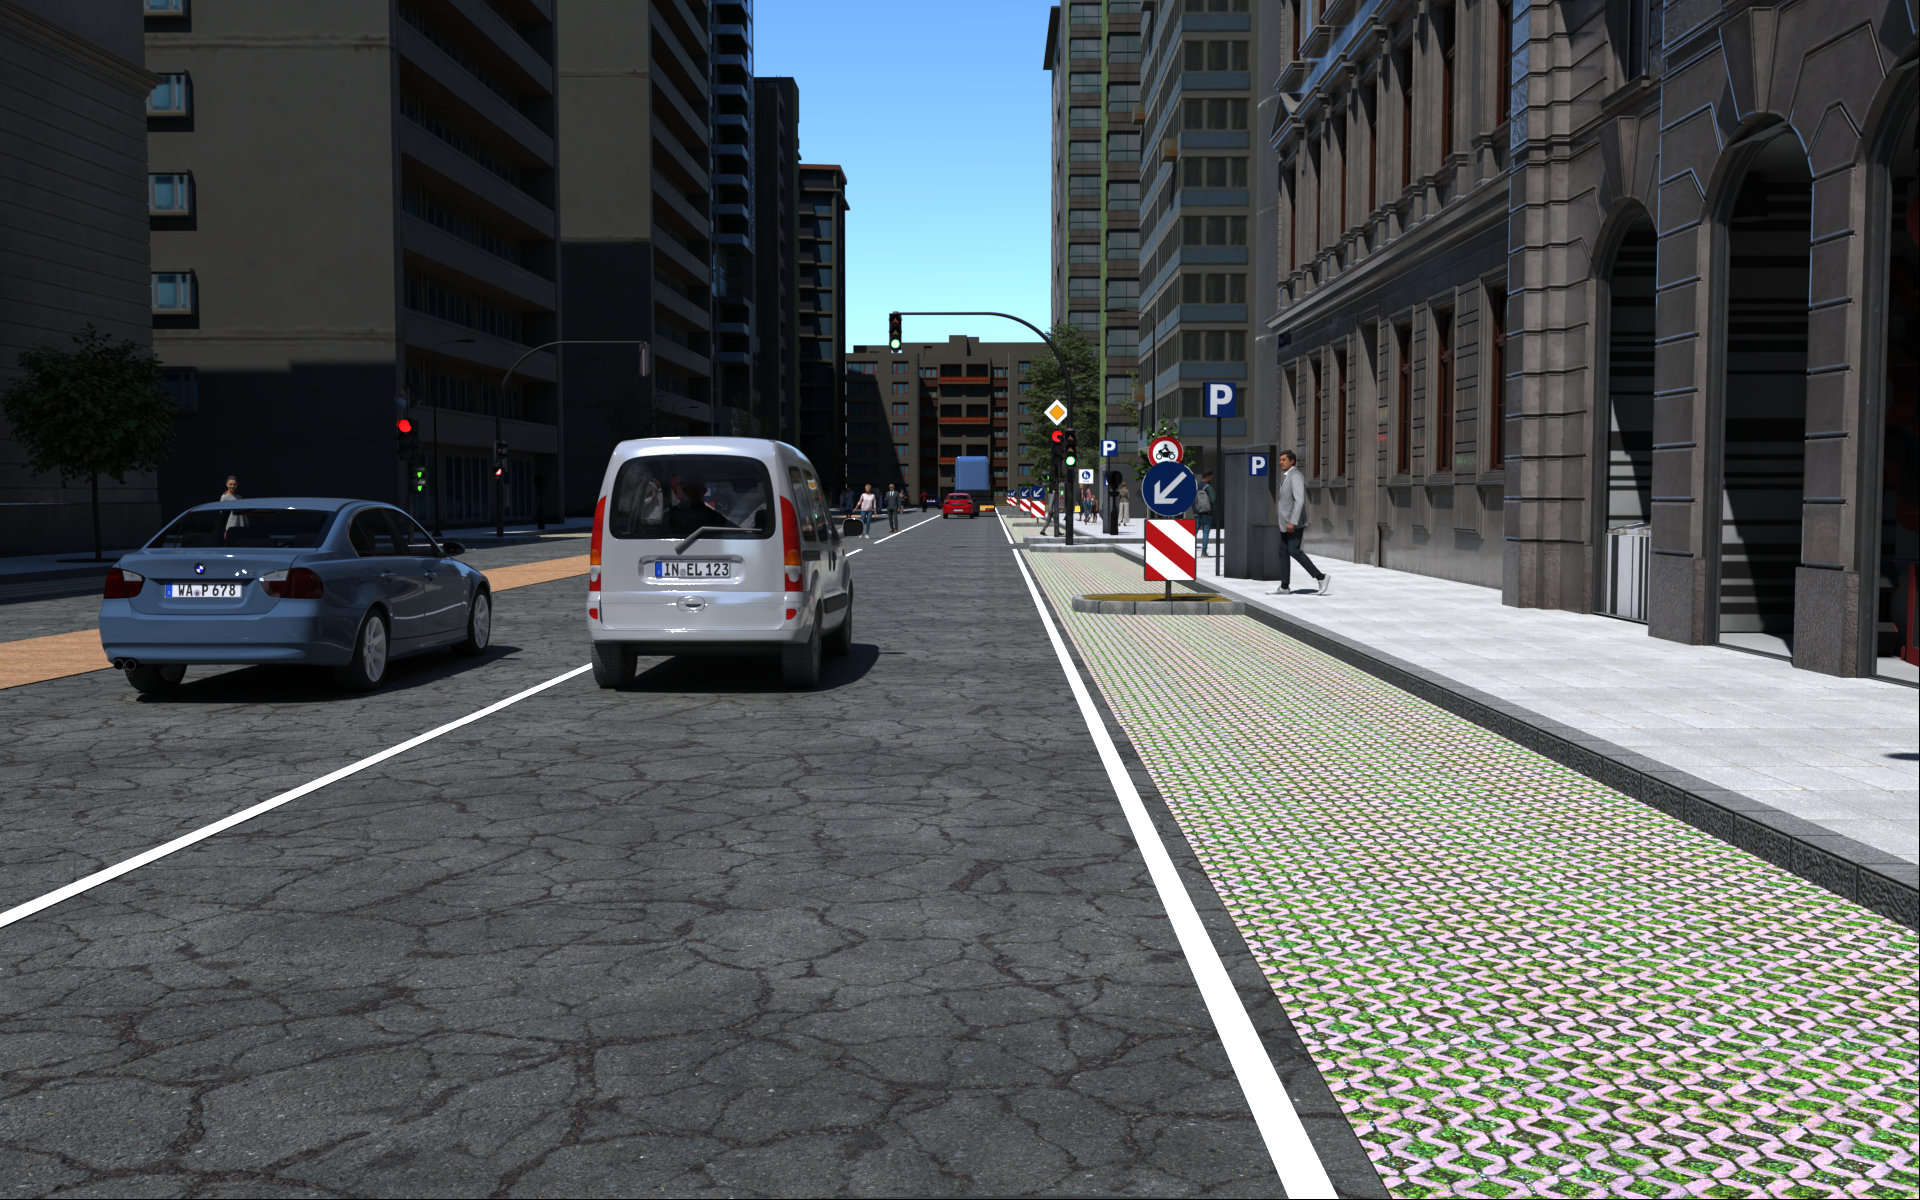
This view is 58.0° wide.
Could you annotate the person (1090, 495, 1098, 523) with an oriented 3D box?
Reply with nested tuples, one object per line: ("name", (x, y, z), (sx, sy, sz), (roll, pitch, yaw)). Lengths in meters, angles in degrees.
("person", (5.935, -4.030, 76.597), (0.373, 1.253, 0.362), (-3, 5, -39))

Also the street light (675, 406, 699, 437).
("street light", (-14.446, -7.264, 91.315), (1.470, 5.913, 1.316), (0, 4, 1))

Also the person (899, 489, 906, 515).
("person", (-3.997, -6.848, 120.822), (0.532, 1.782, 0.716), (1, 4, 10))

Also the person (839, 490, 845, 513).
("person", (-8.792, -7.400, 130.166), (0.551, 1.740, 0.621), (-2, 4, -34))

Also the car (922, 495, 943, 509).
("car", (-2.626, -9.292, 164.501), (1.945, 1.354, 3.894), (0, 4, 3))

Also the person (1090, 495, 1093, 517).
("person", (7.387, -5.228, 96.541), (0.382, 1.210, 0.505), (-2, 4, -35))

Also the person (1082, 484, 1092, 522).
("person", (5.762, -4.418, 78.281), (0.555, 1.821, 0.388), (2, 4, 29))

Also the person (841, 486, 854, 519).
("person", (-5.453, -4.618, 84.097), (0.616, 1.811, 0.778), (0, 4, -3))

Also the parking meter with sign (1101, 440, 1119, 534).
("parking meter with sign", (4.906, -3.678, 56.402), (0.543, 3.016, 1.738), (1, 4, 9))

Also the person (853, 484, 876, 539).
("person", (-3.089, -2.844, 55.674), (0.731, 1.740, 0.598), (-1, 4, -16))

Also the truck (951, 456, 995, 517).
("truck", (0.911, -7.816, 117.542), (2.967, 4.110, 18.799), (0, 4, -1))

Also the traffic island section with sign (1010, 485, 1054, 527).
("traffic island section with sign", (3.310, -4.147, 76.428), (1.989, 1.847, 2.006), (0, 4, 1))

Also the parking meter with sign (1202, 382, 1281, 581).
("parking meter with sign", (4.338, -1.837, 26.297), (0.543, 3.016, 1.738), (-1, 4, -21))

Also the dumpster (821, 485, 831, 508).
("dumpster", (-11.991, -8.688, 147.006), (1.985, 2.255, 1.502), (0, 4, 2))

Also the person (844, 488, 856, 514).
("person", (-7.797, -6.976, 122.526), (0.822, 1.834, 0.622), (2, 4, 34))

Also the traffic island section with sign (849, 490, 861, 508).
("traffic island section with sign", (-11.270, -10.525, 180.703), (1.989, 1.847, 2.006), (0, 4, 1))

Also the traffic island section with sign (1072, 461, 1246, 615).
("traffic island section with sign", (2.394, -0.776, 21.324), (1.989, 1.847, 2.006), (0, 4, 1))

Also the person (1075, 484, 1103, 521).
("person", (6.202, -4.652, 82.326), (1.509, 1.804, 0.699), (0, 4, 2))

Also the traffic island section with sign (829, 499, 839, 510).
("traffic island section with sign", (-11.721, -8.858, 153.459), (1.989, 1.847, 2.006), (0, 4, 1))

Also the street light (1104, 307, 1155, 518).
("street light", (4.287, -4.326, 43.267), (1.470, 5.913, 1.316), (0, 4, 1))

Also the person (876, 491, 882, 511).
("person", (-6.226, -7.589, 133.243), (0.551, 1.740, 0.621), (-2, 4, -32))

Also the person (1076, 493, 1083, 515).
("person", (7.515, -6.202, 107.224), (0.659, 1.850, 0.755), (0, 4, 8))

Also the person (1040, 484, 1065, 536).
("person", (3.165, -3.097, 59.412), (0.850, 1.792, 0.678), (0, 4, -7))

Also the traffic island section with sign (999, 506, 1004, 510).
("traffic island section with sign", (4.598, -8.859, 153.475), (1.989, 1.847, 2.006), (0, 4, 1))

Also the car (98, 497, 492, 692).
("car", (-5.097, -0.111, 13.820), (2.014, 1.417, 4.499), (0, 4, 0))

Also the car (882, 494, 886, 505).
("car", (-8.366, -11.375, 195.770), (2.009, 1.686, 4.222), (0, 4, 3))

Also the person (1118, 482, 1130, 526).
("person", (6.603, -3.848, 69.503), (0.519, 1.759, 0.362), (2, 4, 27))

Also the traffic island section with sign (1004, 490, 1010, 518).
("traffic island section with sign", (3.775, -5.811, 103.639), (1.989, 1.847, 2.006), (0, 4, 1))

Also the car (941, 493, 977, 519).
("car", (-0.078, -5.659, 101.565), (2.155, 1.783, 4.494), (0, 4, 1))

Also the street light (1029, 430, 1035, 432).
("street light", (5.546, -9.413, 126.436), (1.470, 5.913, 1.316), (0, 4, 1))

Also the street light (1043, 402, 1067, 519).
("street light", (4.879, -7.039, 87.623), (1.470, 5.913, 1.316), (0, 4, 1))

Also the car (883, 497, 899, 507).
("car", (-7.485, -11.099, 191.059), (1.945, 1.707, 3.694), (0, 4, 0))

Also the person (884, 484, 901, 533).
("person", (-2.537, -3.416, 64.534), (0.661, 1.801, 0.590), (1, 4, 17))

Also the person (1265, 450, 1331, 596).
("person", (4.299, -0.985, 22.001), (0.795, 1.843, 0.661), (0, 4, 4))

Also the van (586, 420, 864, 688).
("van", (-1.835, -0.438, 14.166), (2.013, 2.044, 4.112), (0, 4, 2))

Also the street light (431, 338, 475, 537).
("street light", (-15.175, -4.851, 51.854), (1.470, 5.913, 1.316), (0, 4, 1))

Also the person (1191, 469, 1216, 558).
("person", (4.869, -1.734, 34.747), (0.623, 1.781, 0.721), (2, 4, 31))

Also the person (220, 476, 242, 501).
("person", (-12.034, -1.181, 28.558), (0.760, 1.731, 0.466), (-1, 4, -13))

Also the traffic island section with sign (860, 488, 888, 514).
("traffic island section with sign", (-6.216, -7.233, 126.398), (2.006, 1.907, 1.989), (0, 4, 1))
